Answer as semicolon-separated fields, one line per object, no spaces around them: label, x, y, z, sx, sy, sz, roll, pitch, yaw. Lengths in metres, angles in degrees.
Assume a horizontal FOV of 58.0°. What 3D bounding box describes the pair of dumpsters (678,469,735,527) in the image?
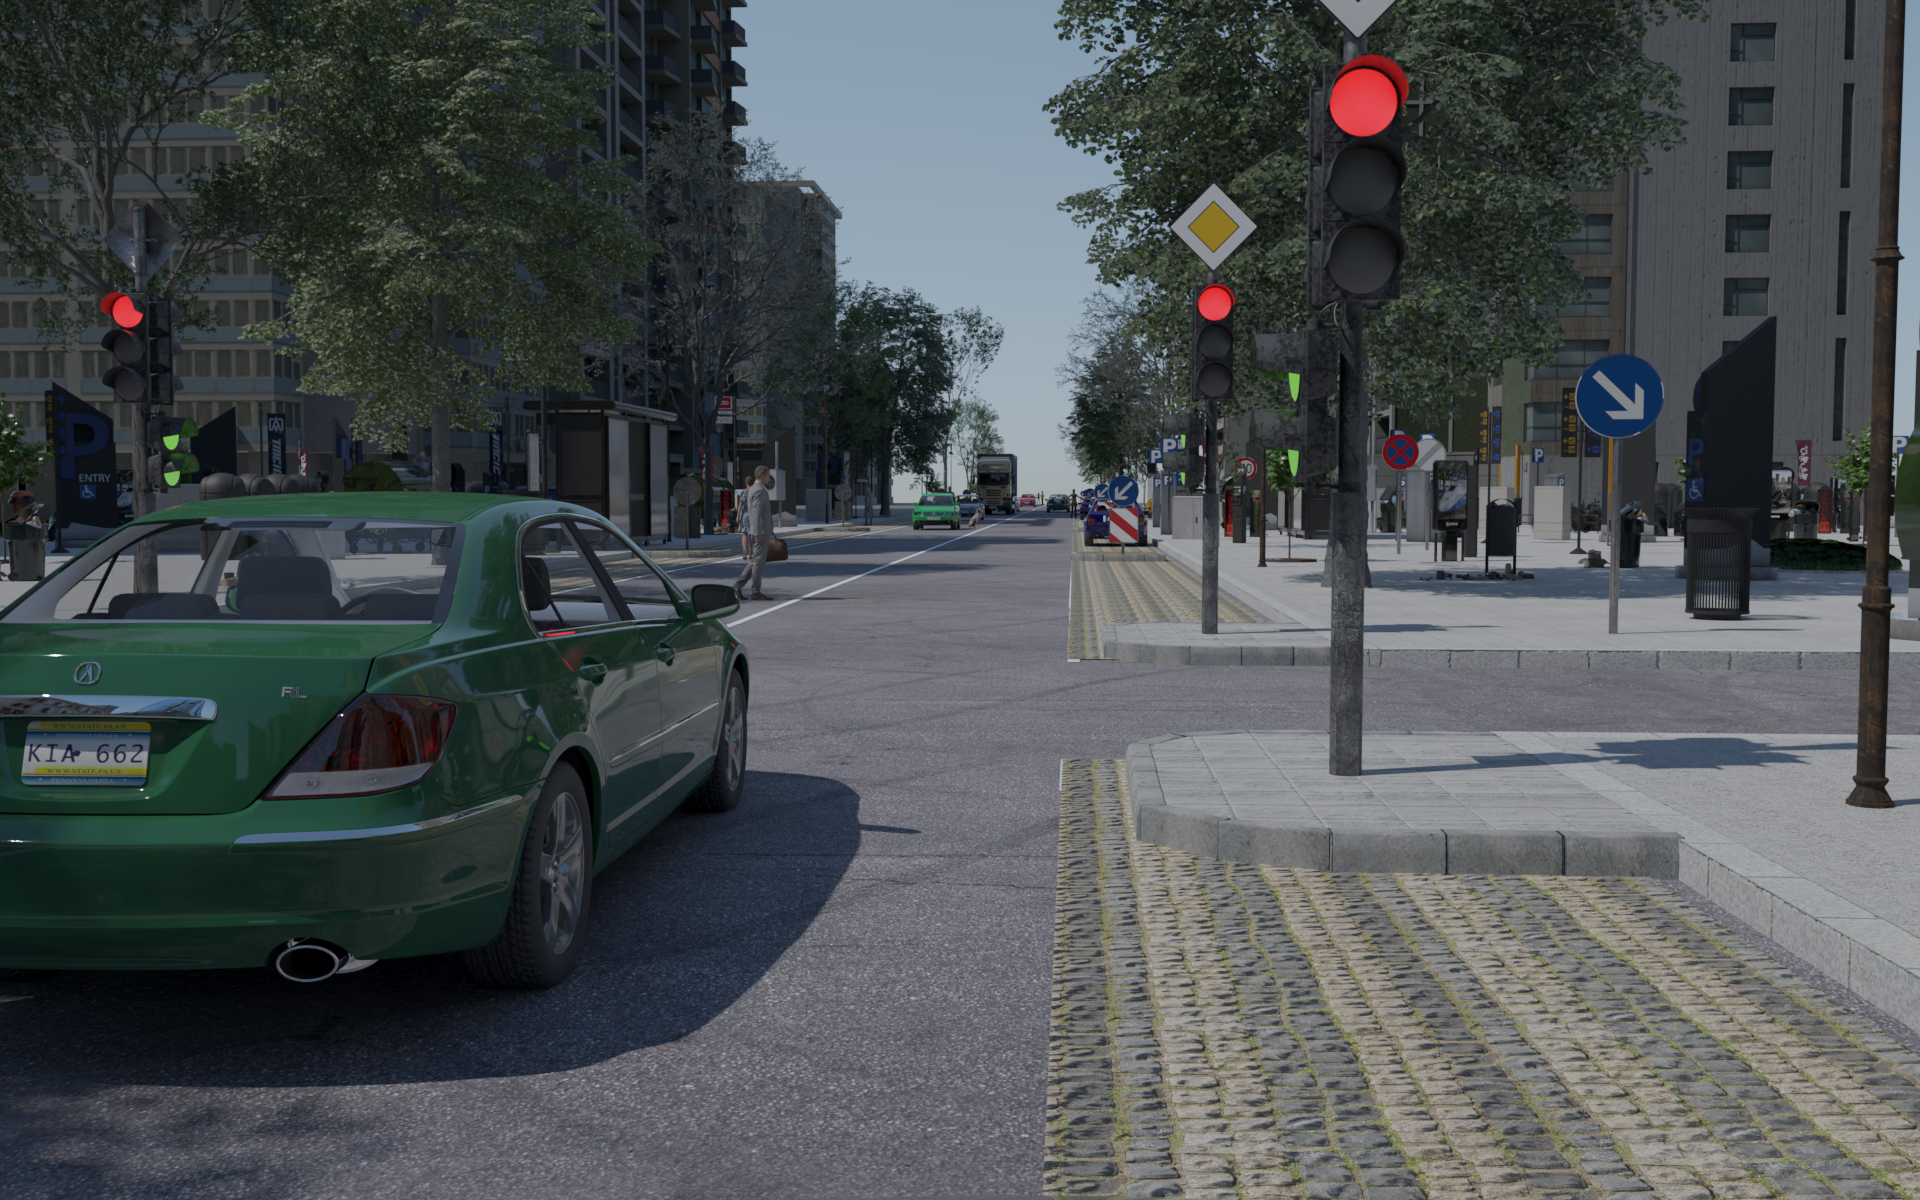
pair of dumpsters;-9.838;-3.933;66.803;1.574;2.255;4.437;0;4;4

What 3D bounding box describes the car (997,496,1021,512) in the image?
car;4.010;-7.985;142.919;2.083;1.381;4.827;0;4;2

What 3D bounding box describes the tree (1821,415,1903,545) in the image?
tree;22.284;-2.928;42.482;1.663;3.219;1.824;0;3;0

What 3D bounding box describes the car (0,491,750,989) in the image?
car;-1.985;0.325;6.483;2.131;1.459;4.920;0;4;3

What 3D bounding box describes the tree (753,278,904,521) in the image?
tree;-6.464;-9.635;83.280;9.928;11.665;9.643;0;3;0

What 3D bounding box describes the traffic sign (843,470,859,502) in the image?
traffic sign;-5.799;-5.637;92.172;0.884;2.594;0.081;0;4;7

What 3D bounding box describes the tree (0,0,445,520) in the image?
tree;-10.436;-5.378;22.342;8.767;10.594;7.601;1;4;8

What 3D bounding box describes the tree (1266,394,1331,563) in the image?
tree;6.180;-2.331;32.714;1.663;3.219;1.824;0;3;0

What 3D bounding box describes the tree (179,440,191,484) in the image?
tree;-25.477;-3.799;56.707;1.663;3.219;1.824;0;3;0

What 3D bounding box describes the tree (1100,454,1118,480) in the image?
tree;16.931;-14.909;194.119;4.737;8.622;4.395;0;3;0

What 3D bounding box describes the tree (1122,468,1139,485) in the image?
tree;11.559;-7.483;116.952;1.663;3.219;1.824;0;3;0

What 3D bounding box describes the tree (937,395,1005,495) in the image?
tree;0.966;-15.669;181.942;9.928;11.665;9.643;0;3;0

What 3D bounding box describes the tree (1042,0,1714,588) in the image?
tree;5.307;-7.154;23.622;9.857;13.997;8.962;0;3;0

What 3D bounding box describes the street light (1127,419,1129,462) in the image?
street light;10.386;-8.196;106.793;0.468;5.910;1.993;0;4;4

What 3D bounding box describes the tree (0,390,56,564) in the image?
tree;-17.682;-2.302;32.243;1.663;3.219;1.824;0;3;0

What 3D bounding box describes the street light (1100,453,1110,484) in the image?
street light;15.926;-13.287;190.036;0.468;5.910;1.993;0;4;4

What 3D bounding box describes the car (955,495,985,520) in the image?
car;0.395;-5.142;96.075;2.014;1.417;4.499;0;4;5

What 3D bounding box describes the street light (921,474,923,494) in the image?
street light;-2.703;-9.215;123.456;0.468;5.910;1.993;0;4;4

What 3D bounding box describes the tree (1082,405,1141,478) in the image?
tree;16.583;-15.730;182.937;9.928;11.665;9.643;0;3;0

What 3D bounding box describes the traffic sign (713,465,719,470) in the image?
traffic sign;-10.753;-4.574;74.894;0.768;2.556;0.104;0;4;5

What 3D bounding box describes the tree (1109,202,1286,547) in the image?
tree;5.990;-5.570;41.430;4.360;8.622;3.978;0;3;0

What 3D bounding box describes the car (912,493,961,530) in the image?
car;-0.934;-3.762;70.297;1.959;1.807;4.718;0;4;3

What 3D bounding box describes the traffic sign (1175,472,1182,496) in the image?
traffic sign;7.743;-3.793;62.116;0.768;2.556;0.104;1;4;13

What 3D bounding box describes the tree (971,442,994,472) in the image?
tree;3.460;-17.087;229.736;4.737;8.622;4.395;0;3;0

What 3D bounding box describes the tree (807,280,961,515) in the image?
tree;-4.463;-12.123;104.868;9.857;13.997;8.962;0;3;0

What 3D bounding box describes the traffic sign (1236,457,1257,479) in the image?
traffic sign;9.870;-3.656;59.884;0.768;2.556;0.104;0;4;8

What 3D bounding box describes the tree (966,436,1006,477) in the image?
tree;4.269;-19.254;249.217;7.601;10.594;8.767;1;4;10

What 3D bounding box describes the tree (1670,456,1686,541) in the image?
tree;20.412;-3.260;47.901;1.663;3.219;1.824;0;3;0

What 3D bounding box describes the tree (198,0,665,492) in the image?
tree;-9.164;-6.879;30.598;7.486;12.596;7.792;0;3;0

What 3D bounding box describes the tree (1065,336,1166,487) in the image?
tree;11.092;-12.523;122.885;7.486;12.596;7.792;0;3;0

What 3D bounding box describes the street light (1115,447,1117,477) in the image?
street light;12.413;-10.046;137.037;0.468;5.910;1.993;0;4;4

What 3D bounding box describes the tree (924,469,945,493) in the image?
tree;-2.151;-8.444;132.660;1.663;3.219;1.824;0;3;0

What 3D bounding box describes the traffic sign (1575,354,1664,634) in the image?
traffic sign;5.998;-0.961;15.826;0.768;2.556;0.104;1;4;13

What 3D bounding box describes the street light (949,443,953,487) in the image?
street light;-0.781;-11.024;153.029;0.468;5.910;1.993;0;4;4

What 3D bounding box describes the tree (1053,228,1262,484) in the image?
tree;9.411;-10.285;78.536;12.009;13.543;11.850;0;3;0

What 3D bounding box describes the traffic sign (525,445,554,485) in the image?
traffic sign;-10.838;-2.722;44.615;0.768;2.556;0.104;0;4;5

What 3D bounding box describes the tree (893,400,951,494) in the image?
tree;-2.672;-10.821;127.281;4.360;8.622;3.978;0;3;0

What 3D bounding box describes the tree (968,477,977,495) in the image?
tree;1.396;-11.838;188.145;1.663;3.219;1.824;0;3;0

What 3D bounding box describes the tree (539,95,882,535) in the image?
tree;-7.952;-8.794;54.157;12.009;13.543;11.850;0;3;0

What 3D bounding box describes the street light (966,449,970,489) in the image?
street light;0.771;-12.439;176.169;0.468;5.910;1.993;0;4;4

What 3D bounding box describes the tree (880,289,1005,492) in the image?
tree;-2.530;-18.640;160.658;12.611;20.169;13.585;0;3;0

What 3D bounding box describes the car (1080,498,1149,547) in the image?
car;4.316;-2.184;48.293;1.945;1.354;3.894;0;4;4

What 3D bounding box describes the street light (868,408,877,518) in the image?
street light;-4.763;-7.365;93.208;0.468;5.910;1.993;0;4;4

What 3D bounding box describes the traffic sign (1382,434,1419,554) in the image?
traffic sign;9.372;-2.251;36.916;0.768;2.556;0.104;1;4;9

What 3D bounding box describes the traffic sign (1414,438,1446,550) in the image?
traffic sign;10.705;-2.417;39.618;0.768;2.556;0.104;1;4;9

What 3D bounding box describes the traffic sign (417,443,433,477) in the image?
traffic sign;-11.952;-2.315;39.034;0.795;2.450;0.064;1;4;9
